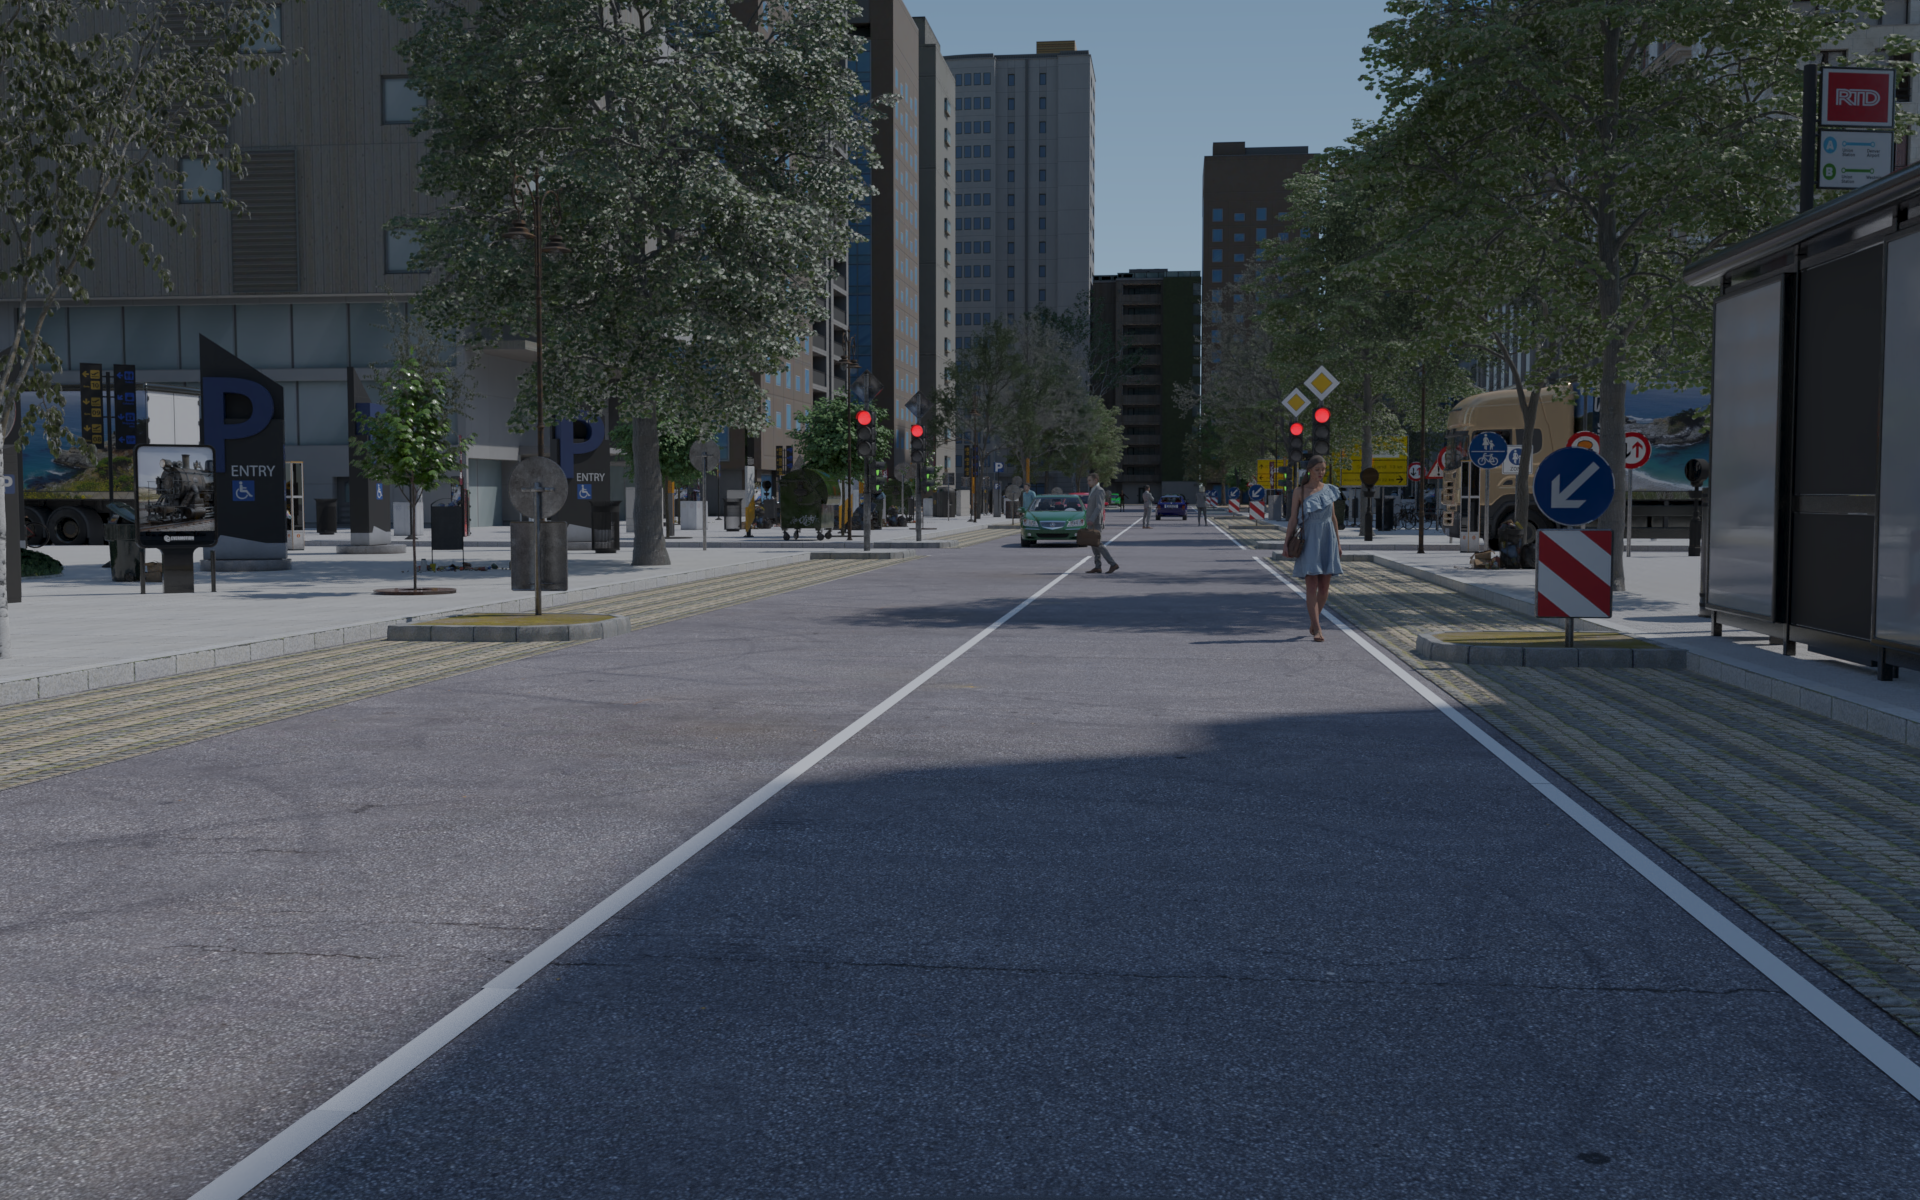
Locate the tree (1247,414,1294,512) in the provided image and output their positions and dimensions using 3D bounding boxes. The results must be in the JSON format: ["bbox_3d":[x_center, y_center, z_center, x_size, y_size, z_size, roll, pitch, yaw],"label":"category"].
[{"bbox_3d":[21.948,-10.570,123.175,4.360,8.622,3.978,0,3,0],"label":"tree"}]

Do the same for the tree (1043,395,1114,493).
[{"bbox_3d":[12.342,-15.631,181.324,9.928,11.665,9.643,0,3,0],"label":"tree"}]

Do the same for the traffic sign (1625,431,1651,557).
[{"bbox_3d":[13.615,-2.146,35.197,0.768,2.556,0.104,1,4,10],"label":"traffic sign"}]

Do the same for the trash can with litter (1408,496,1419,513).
[{"bbox_3d":[27.251,-5.673,104.142,0.624,1.170,1.055,2,4,35],"label":"trash can with litter"}]

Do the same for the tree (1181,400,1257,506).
[{"bbox_3d":[28.617,-16.610,188.585,9.611,12.733,9.660,0,3,0],"label":"tree"}]

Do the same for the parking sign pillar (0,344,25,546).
[{"bbox_3d":[-17.271,-2.571,30.502,1.447,3.967,1.447,-3,4,-36],"label":"parking sign pillar"}]

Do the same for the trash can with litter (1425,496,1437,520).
[{"bbox_3d":[22.844,-4.417,83.611,0.624,1.170,1.055,0,4,-5],"label":"trash can with litter"}]

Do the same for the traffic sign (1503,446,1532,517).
[{"bbox_3d":[11.614,-2.080,36.143,0.606,2.300,0.079,1,4,12],"label":"traffic sign"}]

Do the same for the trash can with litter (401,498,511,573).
[{"bbox_3d":[-8.200,-1.102,29.077,2.233,1.210,1.678,-1,4,-16],"label":"trash can with litter"}]

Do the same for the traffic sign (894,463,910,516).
[{"bbox_3d":[-2.329,-4.293,70.302,0.768,2.556,0.104,1,4,16],"label":"traffic sign"}]

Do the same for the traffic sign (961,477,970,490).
[{"bbox_3d":[0.368,-6.194,103.403,0.606,2.300,0.079,1,4,10],"label":"traffic sign"}]

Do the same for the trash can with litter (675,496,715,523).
[{"bbox_3d":[-12.030,-4.041,77.126,2.233,1.210,1.678,-1,4,-12],"label":"trash can with litter"}]

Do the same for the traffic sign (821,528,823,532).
[{"bbox_3d":[-4.593,-3.514,57.461,0.884,2.594,0.081,1,4,14],"label":"traffic sign"}]

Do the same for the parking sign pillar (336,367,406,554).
[{"bbox_3d":[-12.741,-2.991,37.370,1.447,3.967,1.447,0,4,2],"label":"parking sign pillar"}]

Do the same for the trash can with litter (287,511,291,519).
[{"bbox_3d":[-13.945,-1.419,34.580,0.624,1.170,1.055,2,4,26],"label":"trash can with litter"}]

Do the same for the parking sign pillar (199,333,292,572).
[{"bbox_3d":[-12.054,-2.487,29.130,1.447,3.967,1.447,-1,4,-17],"label":"parking sign pillar"}]

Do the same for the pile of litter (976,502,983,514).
[{"bbox_3d":[0.892,-6.049,112.871,1.176,0.858,1.719,0,4,-7],"label":"pile of litter"}]

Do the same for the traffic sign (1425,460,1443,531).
[{"bbox_3d":[16.456,-3.645,59.596,0.884,2.594,0.081,1,4,11],"label":"traffic sign"}]

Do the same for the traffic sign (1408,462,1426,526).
[{"bbox_3d":[18.112,-4.202,68.812,0.768,2.556,0.104,1,4,10],"label":"traffic sign"}]

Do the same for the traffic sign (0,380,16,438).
[{"bbox_3d":[-10.381,-1.120,18.422,0.768,2.556,0.104,1,4,12],"label":"traffic sign"}]

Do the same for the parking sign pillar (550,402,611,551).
[{"bbox_3d":[-8.733,-3.142,39.841,1.447,3.967,1.447,-2,4,-35],"label":"parking sign pillar"}]

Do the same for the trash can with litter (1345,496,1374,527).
[{"bbox_3d":[15.309,-3.461,67.649,1.678,1.210,2.233,1,4,15],"label":"trash can with litter"}]

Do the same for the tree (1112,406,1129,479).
[{"bbox_3d":[15.600,-17.178,198.983,7.486,12.596,7.792,0,3,0],"label":"tree"}]

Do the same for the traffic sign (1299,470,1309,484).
[{"bbox_3d":[14.581,-4.337,73.047,0.606,2.300,0.079,1,4,12],"label":"traffic sign"}]

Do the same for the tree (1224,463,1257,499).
[{"bbox_3d":[27.902,-11.517,172.014,4.285,4.588,4.351,0,3,0],"label":"tree"}]

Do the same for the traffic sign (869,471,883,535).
[{"bbox_3d":[-2.831,-3.318,54.247,0.884,2.594,0.081,1,4,14],"label":"traffic sign"}]

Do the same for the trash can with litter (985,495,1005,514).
[{"bbox_3d":[2.260,-6.040,109.812,2.233,1.210,1.678,-1,4,-14],"label":"trash can with litter"}]

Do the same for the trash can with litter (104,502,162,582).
[{"bbox_3d":[-11.967,-0.858,25.411,1.055,1.170,0.624,1,4,8],"label":"trash can with litter"}]

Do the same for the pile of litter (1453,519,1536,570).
[{"bbox_3d":[9.314,-0.969,29.815,1.719,0.858,1.176,0,4,4],"label":"pile of litter"}]

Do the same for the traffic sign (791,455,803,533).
[{"bbox_3d":[-5.260,-3.476,56.829,0.884,2.594,0.081,1,4,15],"label":"traffic sign"}]

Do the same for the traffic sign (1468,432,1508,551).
[{"bbox_3d":[10.772,-2.158,35.396,0.768,2.556,0.104,1,4,13],"label":"traffic sign"}]

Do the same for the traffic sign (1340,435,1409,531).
[{"bbox_3d":[14.222,-4.014,59.498,2.265,3.308,0.079,1,4,15],"label":"traffic sign"}]

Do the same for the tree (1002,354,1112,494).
[{"bbox_3d":[7.328,-13.418,137.505,7.486,12.596,7.792,0,3,0],"label":"tree"}]

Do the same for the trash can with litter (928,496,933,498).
[{"bbox_3d":[-1.768,-5.836,106.804,0.624,1.170,1.055,1,4,16],"label":"trash can with litter"}]

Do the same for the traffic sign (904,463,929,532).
[{"bbox_3d":[-1.489,-3.615,59.115,0.884,2.594,0.081,1,4,12],"label":"traffic sign"}]

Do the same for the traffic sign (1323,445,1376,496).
[{"bbox_3d":[15.607,-4.640,69.745,2.265,3.308,0.079,0,4,8],"label":"traffic sign"}]

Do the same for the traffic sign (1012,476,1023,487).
[{"bbox_3d":[4.015,-7.451,121.934,0.768,2.556,0.104,1,4,9],"label":"traffic sign"}]

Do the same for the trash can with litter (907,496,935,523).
[{"bbox_3d":[-2.188,-4.021,76.794,1.678,1.210,2.233,-1,4,-22],"label":"trash can with litter"}]

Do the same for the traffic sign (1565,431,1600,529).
[{"bbox_3d":[12.600,-2.133,34.988,0.768,2.556,0.104,1,4,14],"label":"traffic sign"}]

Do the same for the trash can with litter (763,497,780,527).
[{"bbox_3d":[-7.020,-3.444,67.361,2.233,1.210,1.678,0,4,4],"label":"trash can with litter"}]

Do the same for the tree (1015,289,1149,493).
[{"bbox_3d":[11.642,-18.468,157.839,12.611,20.169,13.585,0,3,0],"label":"tree"}]

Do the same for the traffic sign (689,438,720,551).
[{"bbox_3d":[-5.802,-2.396,39.285,0.768,2.556,0.104,1,4,16],"label":"traffic sign"}]

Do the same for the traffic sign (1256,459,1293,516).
[{"bbox_3d":[18.236,-6.481,99.834,2.265,3.308,0.079,1,4,15],"label":"traffic sign"}]

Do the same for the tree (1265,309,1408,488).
[{"bbox_3d":[13.508,-6.952,64.032,4.737,8.622,4.395,0,3,0],"label":"tree"}]

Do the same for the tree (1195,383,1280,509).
[{"bbox_3d":[24.585,-13.900,153.015,9.928,11.665,9.643,0,3,0],"label":"tree"}]

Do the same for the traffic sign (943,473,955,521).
[{"bbox_3d":[-0.540,-4.901,82.254,0.606,2.300,0.079,1,4,17],"label":"traffic sign"}]

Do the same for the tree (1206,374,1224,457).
[{"bbox_3d":[12.360,-8.203,52.252,7.486,12.596,7.792,0,3,0],"label":"tree"}]

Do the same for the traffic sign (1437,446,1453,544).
[{"bbox_3d":[12.746,-2.739,44.888,0.768,2.556,0.104,1,4,10],"label":"traffic sign"}]

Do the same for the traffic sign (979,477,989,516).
[{"bbox_3d":[1.403,-6.073,101.424,0.606,2.300,0.079,1,4,9],"label":"traffic sign"}]

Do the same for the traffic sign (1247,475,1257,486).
[{"bbox_3d":[19.778,-7.149,116.890,0.884,2.594,0.081,1,4,9],"label":"traffic sign"}]
